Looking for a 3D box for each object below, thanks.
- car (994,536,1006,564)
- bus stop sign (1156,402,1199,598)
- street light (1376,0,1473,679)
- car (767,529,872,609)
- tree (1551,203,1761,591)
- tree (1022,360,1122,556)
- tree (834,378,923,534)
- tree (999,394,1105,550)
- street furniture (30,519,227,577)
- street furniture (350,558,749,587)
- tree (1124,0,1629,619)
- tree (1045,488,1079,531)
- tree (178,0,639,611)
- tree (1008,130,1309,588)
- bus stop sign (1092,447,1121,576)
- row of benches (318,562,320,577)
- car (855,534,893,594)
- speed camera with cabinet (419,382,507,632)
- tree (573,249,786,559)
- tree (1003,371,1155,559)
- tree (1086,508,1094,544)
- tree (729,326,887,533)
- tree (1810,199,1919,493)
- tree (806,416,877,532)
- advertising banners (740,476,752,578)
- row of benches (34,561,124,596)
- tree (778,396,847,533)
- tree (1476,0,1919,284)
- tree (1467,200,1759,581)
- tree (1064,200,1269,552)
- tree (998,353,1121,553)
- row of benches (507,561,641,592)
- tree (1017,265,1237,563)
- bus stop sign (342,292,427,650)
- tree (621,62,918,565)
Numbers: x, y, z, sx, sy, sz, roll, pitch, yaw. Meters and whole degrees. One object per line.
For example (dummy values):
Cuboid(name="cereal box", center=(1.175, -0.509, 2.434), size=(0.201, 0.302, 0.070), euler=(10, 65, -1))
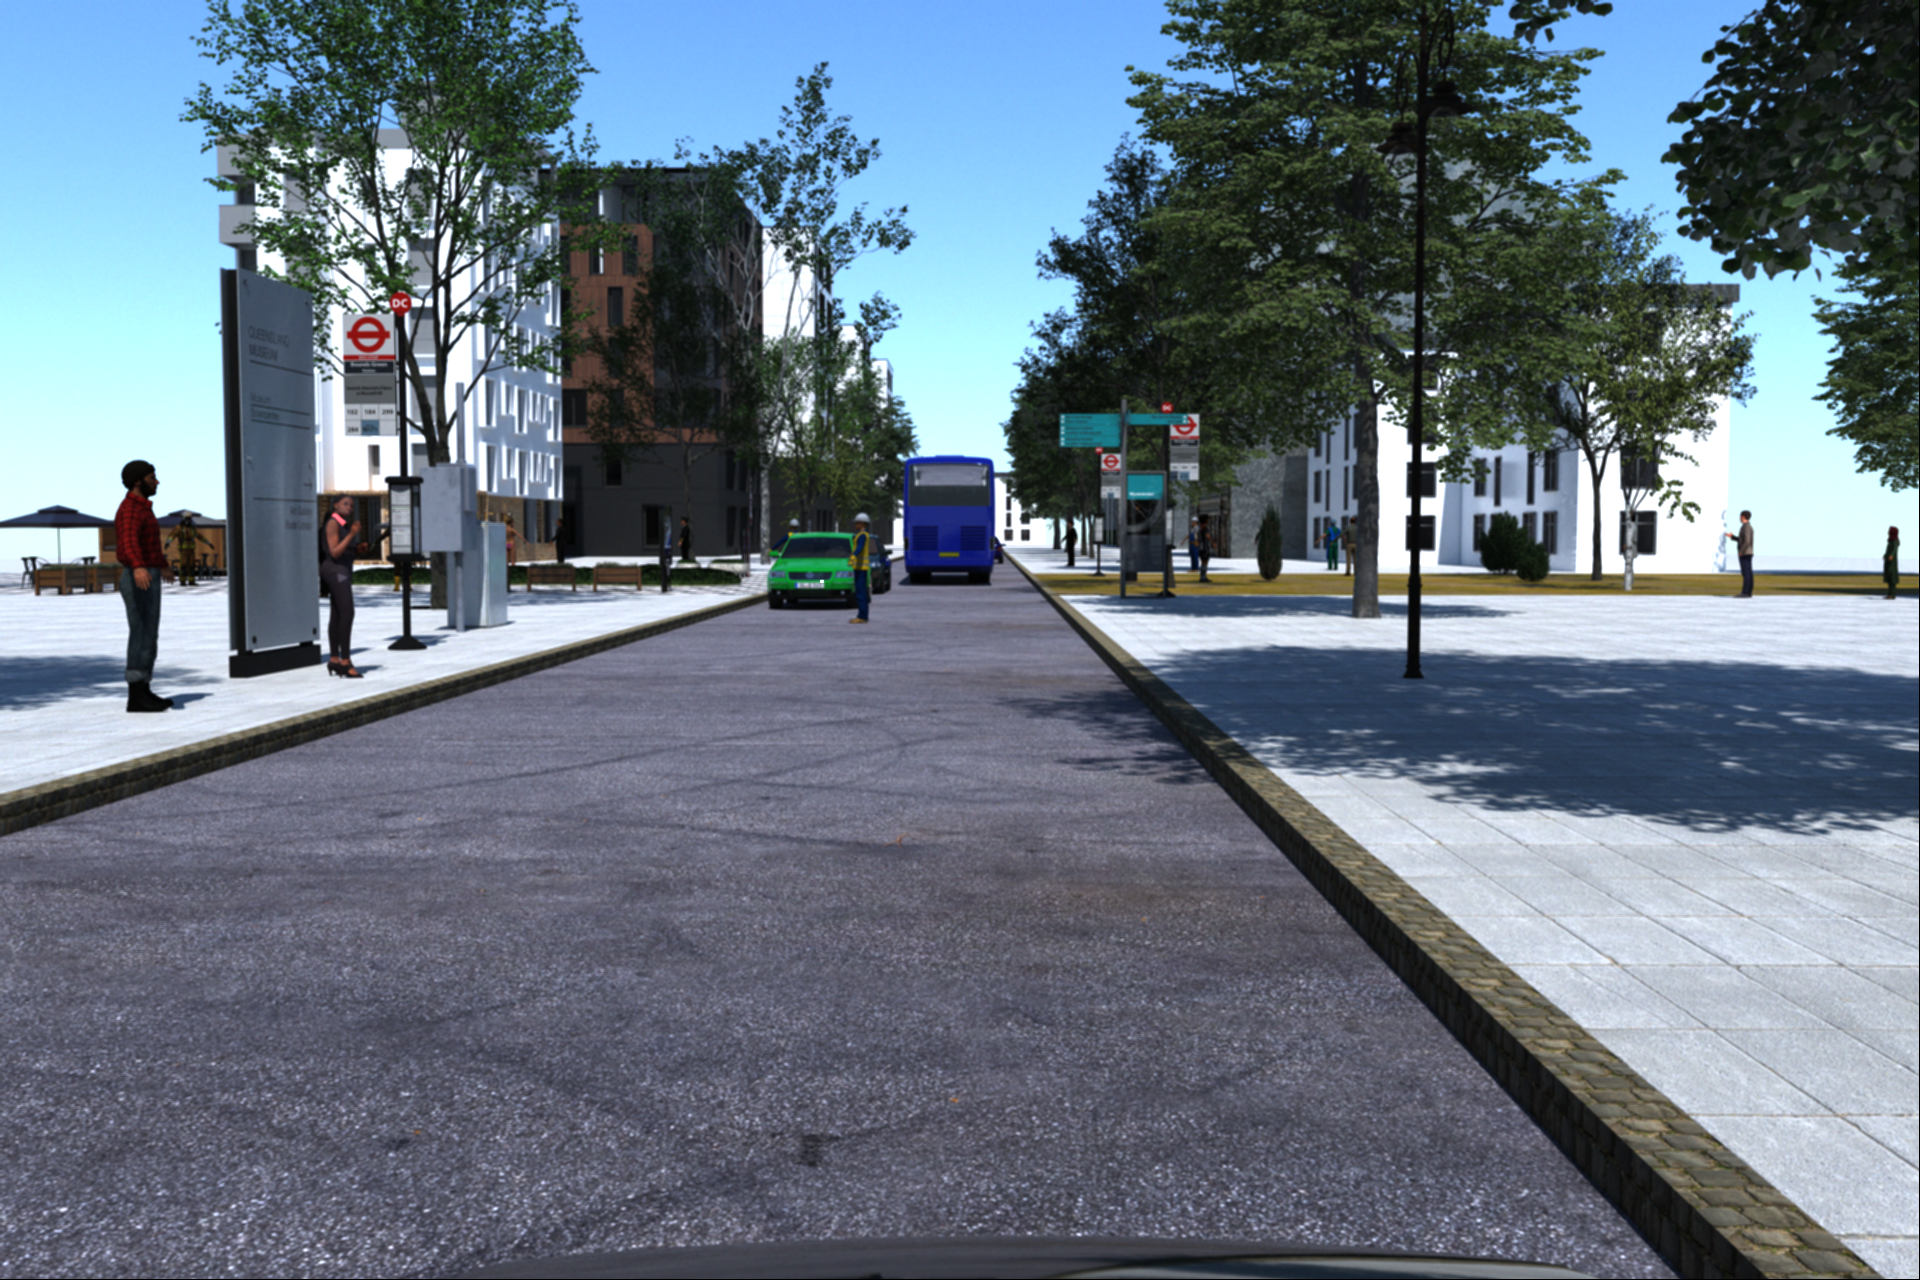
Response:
Cuboid(name="car", center=(1.280, -4.439, 85.157), size=(1.945, 1.354, 3.894), euler=(0, 4, 1))
Cuboid(name="bus stop sign", center=(4.402, -2.837, 35.084), size=(0.855, 3.939, 0.416), euler=(0, 4, 1))
Cuboid(name="street light", center=(4.042, -2.598, 15.268), size=(0.468, 5.910, 1.993), euler=(0, 4, 0))
Cuboid(name="car", center=(-2.763, -1.582, 34.661), size=(1.959, 1.807, 4.718), euler=(0, 4, 1))
Cuboid(name="tree", center=(15.210, -5.407, 38.772), size=(4.737, 8.622, 4.395), euler=(0, 3, 0))
Cuboid(name="tree", center=(7.111, -10.727, 101.135), size=(9.928, 11.665, 9.643), euler=(0, 3, 0))
Cuboid(name="tree", center=(-7.564, -14.221, 139.161), size=(9.857, 13.997, 8.962), euler=(0, 3, 0))
Cuboid(name="tree", center=(7.775, -14.210, 138.980), size=(9.857, 13.997, 8.962), euler=(0, 3, 0))
Cuboid(name="street furniture", center=(-23.364, -2.986, 55.670), size=(9.812, 1.723, 11.010), euler=(0, 4, -1))
Cuboid(name="street furniture", center=(-10.288, -1.775, 44.643), size=(10.072, 0.657, 5.734), euler=(1, 4, 10))
Cuboid(name="tree", center=(5.874, -6.624, 26.423), size=(7.486, 12.596, 7.792), euler=(0, 3, 0))
Cuboid(name="tree", center=(8.040, -10.878, 128.214), size=(4.360, 8.622, 3.978), euler=(0, 3, 0))
Cuboid(name="tree", center=(-8.975, -6.340, 29.413), size=(9.928, 11.665, 9.643), euler=(0, 3, 0))
Cuboid(name="tree", center=(4.629, -6.505, 40.776), size=(7.601, 10.594, 8.767), euler=(0, 4, 2))
Cuboid(name="bus stop sign", center=(4.433, -3.903, 52.512), size=(0.855, 3.939, 0.416), euler=(0, 4, 1))
Cuboid(name="row of benches", center=(-16.909, -1.784, 44.634), size=(1.422, 0.672, 4.104), euler=(0, 4, 5))
Cuboid(name="car", center=(-2.636, -2.016, 42.751), size=(2.009, 1.686, 4.222), euler=(0, 4, 1))
Cuboid(name="speed camera with cabinet", center=(-6.694, -1.776, 23.375), size=(0.660, 3.252, 2.038), euler=(0, 4, 1))
Cuboid(name="tree", center=(-9.238, -7.527, 57.474), size=(7.601, 10.594, 8.767), euler=(0, 4, -1))
Cuboid(name="tree", center=(6.721, -9.524, 90.124), size=(8.767, 10.594, 7.601), euler=(-2, 4, -32))
Cuboid(name="tree", center=(17.500, -18.582, 229.572), size=(9.928, 11.665, 9.643), euler=(0, 3, 0))
Cuboid(name="tree", center=(-7.623, -9.767, 85.445), size=(9.928, 11.665, 9.643), euler=(0, 3, 0))
Cuboid(name="tree", center=(29.032, -8.164, 51.609), size=(7.486, 12.596, 7.792), euler=(0, 3, 0))
Cuboid(name="tree", center=(-7.176, -9.399, 104.033), size=(4.737, 8.622, 4.395), euler=(0, 3, 0))
Cuboid(name="advertising banners", center=(-6.331, -3.383, 51.501), size=(0.090, 3.025, 2.074), euler=(0, 4, 2))
Cuboid(name="row of benches", center=(-19.025, -1.375, 37.939), size=(1.422, 0.672, 4.104), euler=(0, 4, -2))
Cuboid(name="tree", center=(-8.111, -8.733, 93.139), size=(4.737, 8.622, 4.395), euler=(0, 3, 0))
Cuboid(name="tree", center=(5.674, -6.159, 7.360), size=(9.857, 13.997, 8.962), euler=(0, 3, 0))
Cuboid(name="tree", center=(17.787, -6.924, 47.619), size=(8.767, 10.594, 7.601), euler=(3, 5, 41))
Cuboid(name="tree", center=(7.284, -8.661, 59.733), size=(7.486, 12.596, 7.792), euler=(0, 3, 0))
Cuboid(name="tree", center=(7.406, -12.853, 116.796), size=(9.857, 13.997, 8.962), euler=(0, 3, 0))
Cuboid(name="row of benches", center=(-9.240, -1.428, 38.815), size=(4.104, 0.672, 1.422), euler=(-1, 4, -12))
Cuboid(name="tree", center=(7.761, -10.217, 77.413), size=(12.009, 13.543, 11.850), euler=(0, 3, 0))
Cuboid(name="bus stop sign", center=(-6.383, -1.865, 19.201), size=(0.855, 3.939, 0.416), euler=(0, 4, 1))
Cuboid(name="tree", center=(-7.804, -13.156, 70.982), size=(12.611, 20.169, 13.585), euler=(0, 3, 0))
